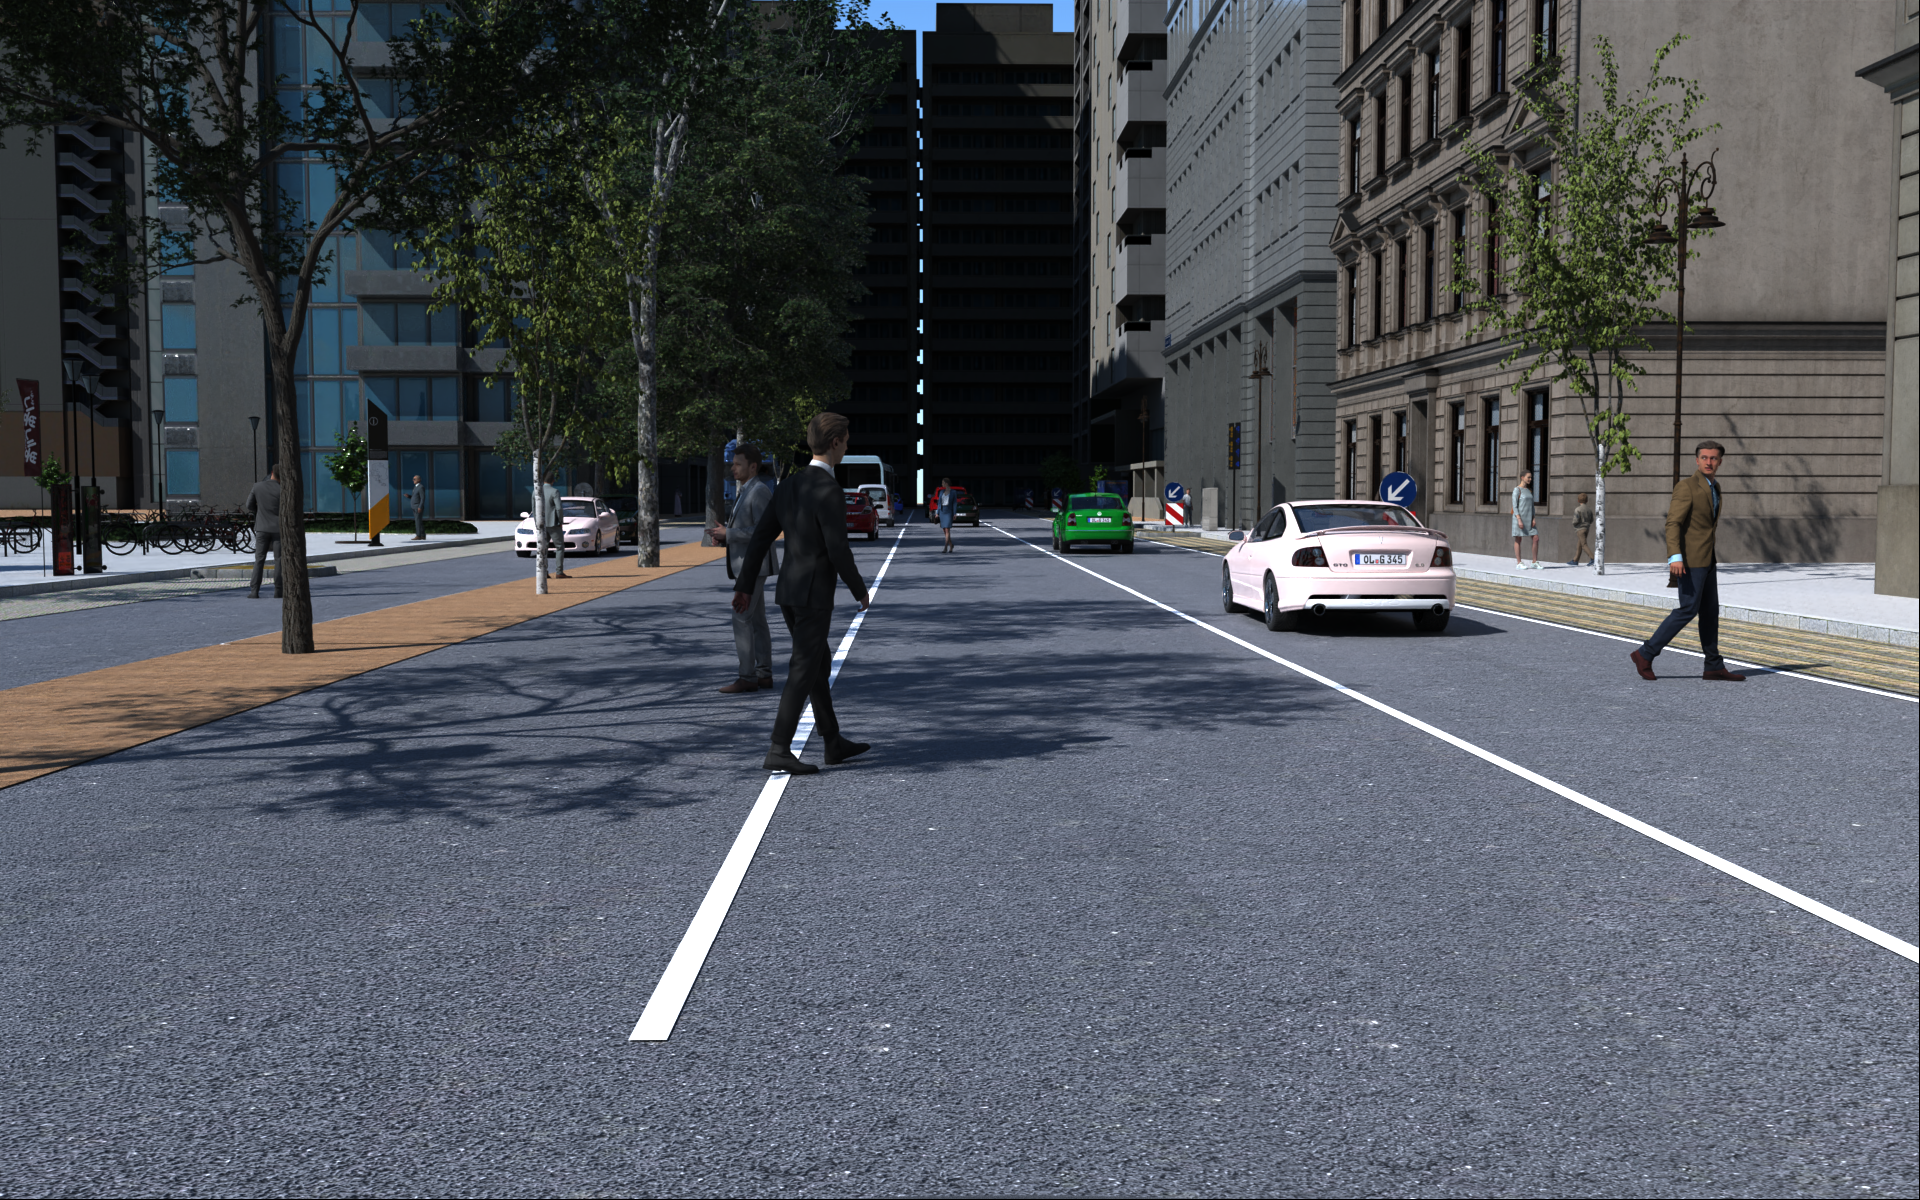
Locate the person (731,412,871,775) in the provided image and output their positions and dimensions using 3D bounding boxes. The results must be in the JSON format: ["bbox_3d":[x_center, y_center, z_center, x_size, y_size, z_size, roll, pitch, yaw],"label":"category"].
[{"bbox_3d":[-0.723,-0.044,8.991,0.755,1.850,0.659,-3,4,-38],"label":"person"}]

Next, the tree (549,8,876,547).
[{"bbox_3d":[-6.689,-8.416,46.710,9.857,13.997,8.962,0,3,0],"label":"tree"}]

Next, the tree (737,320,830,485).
[{"bbox_3d":[-7.036,-7.020,67.597,4.737,8.622,4.395,0,3,0],"label":"tree"}]

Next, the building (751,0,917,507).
[{"bbox_3d":[-14.865,-33.724,175.083,21.600,48.544,21.300,0,4,-1],"label":"building"}]

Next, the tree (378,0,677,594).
[{"bbox_3d":[-5.912,-4.365,24.187,4.737,8.622,4.395,0,3,0],"label":"tree"}]

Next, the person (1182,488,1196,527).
[{"bbox_3d":[8.973,-3.627,67.936,0.523,1.515,0.503,2,4,24],"label":"person"}]

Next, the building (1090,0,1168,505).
[{"bbox_3d":[23.695,-32.437,119.577,28.713,52.752,27.495,0,4,-1],"label":"building"}]

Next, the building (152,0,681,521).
[{"bbox_3d":[-28.586,-29.063,94.787,23.786,49.044,30.456,0,4,-1],"label":"building"}]

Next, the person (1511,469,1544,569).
[{"bbox_3d":[9.634,-1.378,29.572,0.512,1.701,0.522,-2,4,-30],"label":"person"}]

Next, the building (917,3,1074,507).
[{"bbox_3d":[6.720,-33.781,176.016,21.600,48.544,21.300,0,4,-1],"label":"building"}]

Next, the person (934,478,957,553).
[{"bbox_3d":[-0.281,-2.060,42.197,0.581,1.822,0.654,3,5,41],"label":"person"}]

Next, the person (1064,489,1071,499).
[{"bbox_3d":[8.113,-7.570,130.488,0.551,1.740,0.621,1,4,11],"label":"person"}]

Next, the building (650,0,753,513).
[{"bbox_3d":[-28.420,-43.159,143.893,20.611,71.187,20.563,0,4,-1],"label":"building"}]

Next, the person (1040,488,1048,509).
[{"bbox_3d":[7.212,-8.545,145.759,0.705,1.824,1.348,-2,4,-33],"label":"person"}]

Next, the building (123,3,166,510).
[{"bbox_3d":[-61.090,-28.401,147.943,14.086,41.232,14.154,0,4,-1],"label":"building"}]

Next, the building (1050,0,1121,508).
[{"bbox_3d":[18.342,-43.160,143.919,20.563,71.187,20.611,0,4,-1],"label":"building"}]

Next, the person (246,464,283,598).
[{"bbox_3d":[-9.538,-0.956,23.939,0.655,1.846,0.447,-1,4,-10],"label":"person"}]

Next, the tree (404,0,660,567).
[{"bbox_3d":[-7.300,-10.742,33.982,12.611,20.169,13.585,0,3,0],"label":"tree"}]

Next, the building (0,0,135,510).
[{"bbox_3d":[-75.571,-30.374,146.730,14.200,45.320,14.600,0,4,-1],"label":"building"}]

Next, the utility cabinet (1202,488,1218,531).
[{"bbox_3d":[8.709,-3.164,60.406,0.318,1.500,1.173,0,4,-4],"label":"utility cabinet"}]

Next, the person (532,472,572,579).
[{"bbox_3d":[-6.913,-1.259,29.191,0.635,1.810,0.391,1,4,14],"label":"person"}]

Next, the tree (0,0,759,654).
[{"bbox_3d":[-5.925,-4.814,15.575,8.767,10.594,7.601,0,4,-1],"label":"tree"}]

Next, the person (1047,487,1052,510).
[{"bbox_3d":[7.003,-7.937,135.448,0.705,1.869,1.348,0,4,-6],"label":"person"}]

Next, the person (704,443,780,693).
[{"bbox_3d":[-1.617,-0.242,12.653,0.583,1.804,0.606,-2,4,-25],"label":"person"}]

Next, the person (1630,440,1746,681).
[{"bbox_3d":[5.602,-0.297,13.268,0.836,1.842,0.656,1,4,18],"label":"person"}]

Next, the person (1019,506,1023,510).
[{"bbox_3d":[5.303,-8.811,153.088,0.617,1.759,0.750,-2,4,-27],"label":"person"}]

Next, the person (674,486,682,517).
[{"bbox_3d":[-15.874,-5.561,97.628,0.621,1.740,0.551,-3,5,-41],"label":"person"}]

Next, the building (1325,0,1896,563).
[{"bbox_3d":[15.619,-10.772,40.757,10.561,19.102,19.286,0,4,-1],"label":"building"}]

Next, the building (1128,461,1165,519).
[{"bbox_3d":[26.078,-24.589,93.909,32.217,40.220,23.993,0,4,-1],"label":"building"}]

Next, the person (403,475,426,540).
[{"bbox_3d":[-15.219,-2.580,48.407,0.590,1.801,0.661,-3,4,-37],"label":"person"}]

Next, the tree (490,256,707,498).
[{"bbox_3d":[-15.633,-9.679,75.258,9.611,12.733,9.660,0,3,0],"label":"tree"}]

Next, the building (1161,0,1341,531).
[{"bbox_3d":[15.294,-17.646,65.998,11.434,29.767,29.804,0,4,-1],"label":"building"}]

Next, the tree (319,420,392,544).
[{"bbox_3d":[-15.630,-3.089,45.110,1.663,3.219,1.824,0,3,0],"label":"tree"}]

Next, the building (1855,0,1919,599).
[{"bbox_3d":[26.128,-11.090,14.603,30.059,22.955,16.112,0,4,-1],"label":"building"}]

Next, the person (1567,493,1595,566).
[{"bbox_3d":[11.095,-1.258,30.883,0.475,1.303,0.640,-3,5,-43],"label":"person"}]
